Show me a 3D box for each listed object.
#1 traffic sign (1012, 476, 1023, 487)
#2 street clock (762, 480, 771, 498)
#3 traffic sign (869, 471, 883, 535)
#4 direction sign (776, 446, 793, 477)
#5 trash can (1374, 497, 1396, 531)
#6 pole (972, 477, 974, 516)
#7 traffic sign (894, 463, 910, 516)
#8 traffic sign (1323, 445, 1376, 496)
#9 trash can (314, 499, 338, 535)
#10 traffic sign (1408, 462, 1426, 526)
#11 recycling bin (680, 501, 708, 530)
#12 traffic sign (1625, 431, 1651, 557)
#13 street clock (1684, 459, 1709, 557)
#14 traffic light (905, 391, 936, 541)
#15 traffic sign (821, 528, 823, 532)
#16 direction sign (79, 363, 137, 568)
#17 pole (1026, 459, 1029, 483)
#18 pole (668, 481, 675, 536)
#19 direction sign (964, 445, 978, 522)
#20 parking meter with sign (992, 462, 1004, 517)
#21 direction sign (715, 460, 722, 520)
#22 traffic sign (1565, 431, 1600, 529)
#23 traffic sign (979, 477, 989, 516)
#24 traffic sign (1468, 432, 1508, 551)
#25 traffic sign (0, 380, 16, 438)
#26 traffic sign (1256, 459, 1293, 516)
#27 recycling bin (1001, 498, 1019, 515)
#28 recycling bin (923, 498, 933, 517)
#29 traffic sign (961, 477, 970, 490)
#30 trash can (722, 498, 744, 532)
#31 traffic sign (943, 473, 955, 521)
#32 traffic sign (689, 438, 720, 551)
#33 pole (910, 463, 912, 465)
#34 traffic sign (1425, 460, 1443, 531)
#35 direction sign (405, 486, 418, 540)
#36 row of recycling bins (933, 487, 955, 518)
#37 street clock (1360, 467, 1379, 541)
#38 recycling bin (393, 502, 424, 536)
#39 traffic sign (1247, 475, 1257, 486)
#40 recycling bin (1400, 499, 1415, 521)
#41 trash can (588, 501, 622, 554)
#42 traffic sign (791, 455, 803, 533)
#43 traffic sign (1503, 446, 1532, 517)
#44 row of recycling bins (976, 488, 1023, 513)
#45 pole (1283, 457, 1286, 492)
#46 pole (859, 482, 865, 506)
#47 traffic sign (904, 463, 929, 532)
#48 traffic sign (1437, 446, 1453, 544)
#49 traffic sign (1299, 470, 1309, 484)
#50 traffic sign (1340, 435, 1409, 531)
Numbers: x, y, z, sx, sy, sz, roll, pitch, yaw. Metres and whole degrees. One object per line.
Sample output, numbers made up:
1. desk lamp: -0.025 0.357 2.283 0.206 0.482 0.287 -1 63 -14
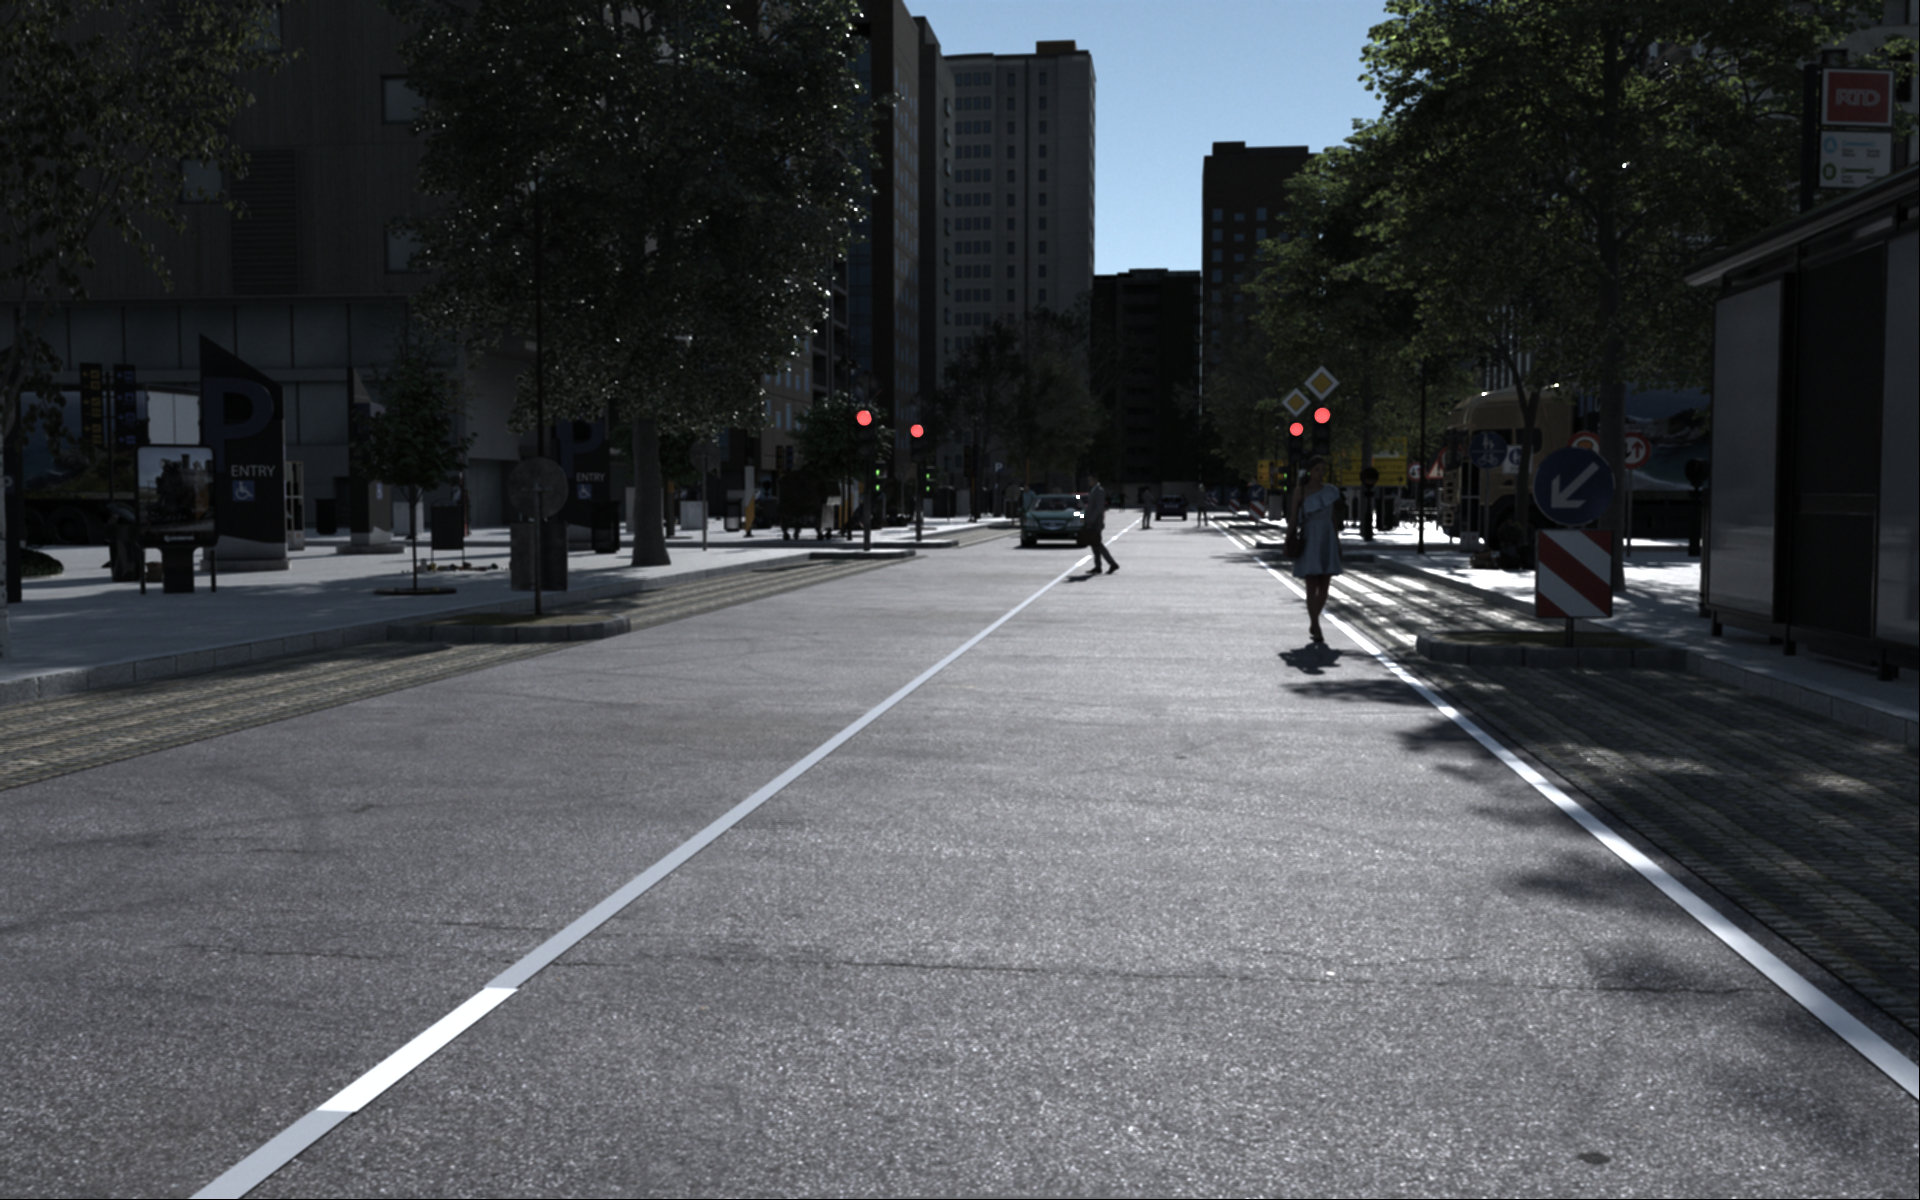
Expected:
1. traffic sign: 4.015 -7.451 121.934 0.768 2.556 0.104 1 4 9
2. street clock: -10.198 -5.309 91.380 0.471 2.002 0.358 -3 5 -42
3. traffic sign: -2.831 -3.318 54.247 0.884 2.594 0.081 1 4 14
4. direction sign: -8.192 -5.439 80.929 0.876 3.537 0.379 1 4 21
5. trash can: 14.736 -2.964 60.116 0.748 1.137 0.748 0 3 0
6. pole: 0.744 -6.578 101.389 0.158 3.312 0.155 0 3 0
7. traffic sign: -2.329 -4.293 70.302 0.768 2.556 0.104 1 4 16
8. traffic sign: 15.607 -4.640 69.745 2.265 3.308 0.079 0 4 8
9. trash can: -19.962 -2.625 54.569 0.748 1.137 0.748 0 3 0
10. traffic sign: 18.112 -4.202 68.812 0.768 2.556 0.104 1 4 10
11. recycling bin: -9.535 -3.031 62.108 0.722 1.027 0.722 2 4 29
12. traffic sign: 13.615 -2.146 35.197 0.768 2.556 0.104 1 4 10
13. street clock: 15.136 -1.898 35.605 0.358 2.002 0.471 -1 4 -21
14. traffic light: -1.101 -3.549 46.947 0.839 4.253 0.868 0 4 7
15. traffic sign: -4.593 -3.514 57.461 0.884 2.594 0.081 1 4 14
16. direction sign: -14.802 -2.335 30.179 0.876 3.537 0.379 -3 4 -36
17. pole: 3.904 -6.474 99.688 0.158 3.312 0.155 0 3 0
18. pole: -8.809 -3.604 52.771 0.158 3.312 0.155 0 3 0
19. direction sign: 0.515 -5.381 79.975 0.876 3.537 0.379 3 5 44
20. parking meter with sign: 2.059 -6.085 95.744 0.543 3.016 1.738 0 4 -4
21. direction sign: -11.873 -5.696 85.133 0.379 3.537 0.876 0 4 2
22. traffic sign: 12.600 -2.133 34.988 0.768 2.556 0.104 1 4 14
23. traffic sign: 1.403 -6.073 101.424 0.606 2.300 0.079 1 4 9
24. traffic sign: 10.772 -2.158 35.396 0.768 2.556 0.104 1 4 13
25. traffic sign: -10.381 -1.120 18.422 0.768 2.556 0.104 1 4 12
26. traffic sign: 18.236 -6.481 99.834 2.265 3.308 0.079 1 4 15
27. recycling bin: 3.078 -5.597 104.071 0.722 1.027 0.722 1 4 19
28. recycling bin: -1.657 -5.286 98.984 0.722 1.027 0.722 3 4 37
29. traffic sign: 0.368 -6.194 103.403 0.606 2.300 0.079 1 4 10
30. trash can: -7.776 -2.912 59.266 0.748 1.137 0.748 0 3 0
31. traffic sign: -0.540 -4.901 82.254 0.606 2.300 0.079 1 4 17
32. traffic sign: -5.802 -2.396 39.285 0.768 2.556 0.104 1 4 16
33. pole: -3.150 -7.276 112.798 0.158 3.312 0.155 0 3 0
34. traffic sign: 16.456 -3.645 59.596 0.884 2.594 0.081 1 4 11
35. direction sign: -15.489 -3.474 48.799 0.379 3.537 0.876 -2 4 -27
36. row of recycling bins: -0.855 -5.430 95.896 1.069 1.692 3.534 -1 4 -8
37. street clock: 11.111 -2.599 47.057 0.471 2.002 0.358 0 4 -2
38. recycling bin: -16.979 -2.493 53.318 0.722 1.027 0.722 0 3 0
39. traffic sign: 19.778 -7.149 116.890 0.884 2.594 0.081 1 4 9
40. recycling bin: 21.658 -4.361 83.856 0.722 1.027 0.722 0 4 1
41. trash can: -7.685 -1.584 37.546 0.748 1.137 0.748 0 3 0
42. traffic sign: -5.260 -3.476 56.829 0.884 2.594 0.081 1 4 15
43. traffic sign: 11.614 -2.080 36.143 0.606 2.300 0.079 1 4 12
44. row of recycling bins: 2.766 -6.771 117.824 3.534 1.692 1.069 -1 4 -15
45. pole: 17.695 -6.153 94.452 0.158 3.312 0.155 0 3 0
46. pole: -3.752 -4.396 65.724 0.158 3.312 0.155 0 3 0
47. traffic sign: -1.489 -3.615 59.115 0.884 2.594 0.081 1 4 12
48. traffic sign: 12.746 -2.739 44.888 0.768 2.556 0.104 1 4 10
49. traffic sign: 14.581 -4.337 73.047 0.606 2.300 0.079 1 4 12
50. traffic sign: 14.222 -4.014 59.498 2.265 3.308 0.079 1 4 15
